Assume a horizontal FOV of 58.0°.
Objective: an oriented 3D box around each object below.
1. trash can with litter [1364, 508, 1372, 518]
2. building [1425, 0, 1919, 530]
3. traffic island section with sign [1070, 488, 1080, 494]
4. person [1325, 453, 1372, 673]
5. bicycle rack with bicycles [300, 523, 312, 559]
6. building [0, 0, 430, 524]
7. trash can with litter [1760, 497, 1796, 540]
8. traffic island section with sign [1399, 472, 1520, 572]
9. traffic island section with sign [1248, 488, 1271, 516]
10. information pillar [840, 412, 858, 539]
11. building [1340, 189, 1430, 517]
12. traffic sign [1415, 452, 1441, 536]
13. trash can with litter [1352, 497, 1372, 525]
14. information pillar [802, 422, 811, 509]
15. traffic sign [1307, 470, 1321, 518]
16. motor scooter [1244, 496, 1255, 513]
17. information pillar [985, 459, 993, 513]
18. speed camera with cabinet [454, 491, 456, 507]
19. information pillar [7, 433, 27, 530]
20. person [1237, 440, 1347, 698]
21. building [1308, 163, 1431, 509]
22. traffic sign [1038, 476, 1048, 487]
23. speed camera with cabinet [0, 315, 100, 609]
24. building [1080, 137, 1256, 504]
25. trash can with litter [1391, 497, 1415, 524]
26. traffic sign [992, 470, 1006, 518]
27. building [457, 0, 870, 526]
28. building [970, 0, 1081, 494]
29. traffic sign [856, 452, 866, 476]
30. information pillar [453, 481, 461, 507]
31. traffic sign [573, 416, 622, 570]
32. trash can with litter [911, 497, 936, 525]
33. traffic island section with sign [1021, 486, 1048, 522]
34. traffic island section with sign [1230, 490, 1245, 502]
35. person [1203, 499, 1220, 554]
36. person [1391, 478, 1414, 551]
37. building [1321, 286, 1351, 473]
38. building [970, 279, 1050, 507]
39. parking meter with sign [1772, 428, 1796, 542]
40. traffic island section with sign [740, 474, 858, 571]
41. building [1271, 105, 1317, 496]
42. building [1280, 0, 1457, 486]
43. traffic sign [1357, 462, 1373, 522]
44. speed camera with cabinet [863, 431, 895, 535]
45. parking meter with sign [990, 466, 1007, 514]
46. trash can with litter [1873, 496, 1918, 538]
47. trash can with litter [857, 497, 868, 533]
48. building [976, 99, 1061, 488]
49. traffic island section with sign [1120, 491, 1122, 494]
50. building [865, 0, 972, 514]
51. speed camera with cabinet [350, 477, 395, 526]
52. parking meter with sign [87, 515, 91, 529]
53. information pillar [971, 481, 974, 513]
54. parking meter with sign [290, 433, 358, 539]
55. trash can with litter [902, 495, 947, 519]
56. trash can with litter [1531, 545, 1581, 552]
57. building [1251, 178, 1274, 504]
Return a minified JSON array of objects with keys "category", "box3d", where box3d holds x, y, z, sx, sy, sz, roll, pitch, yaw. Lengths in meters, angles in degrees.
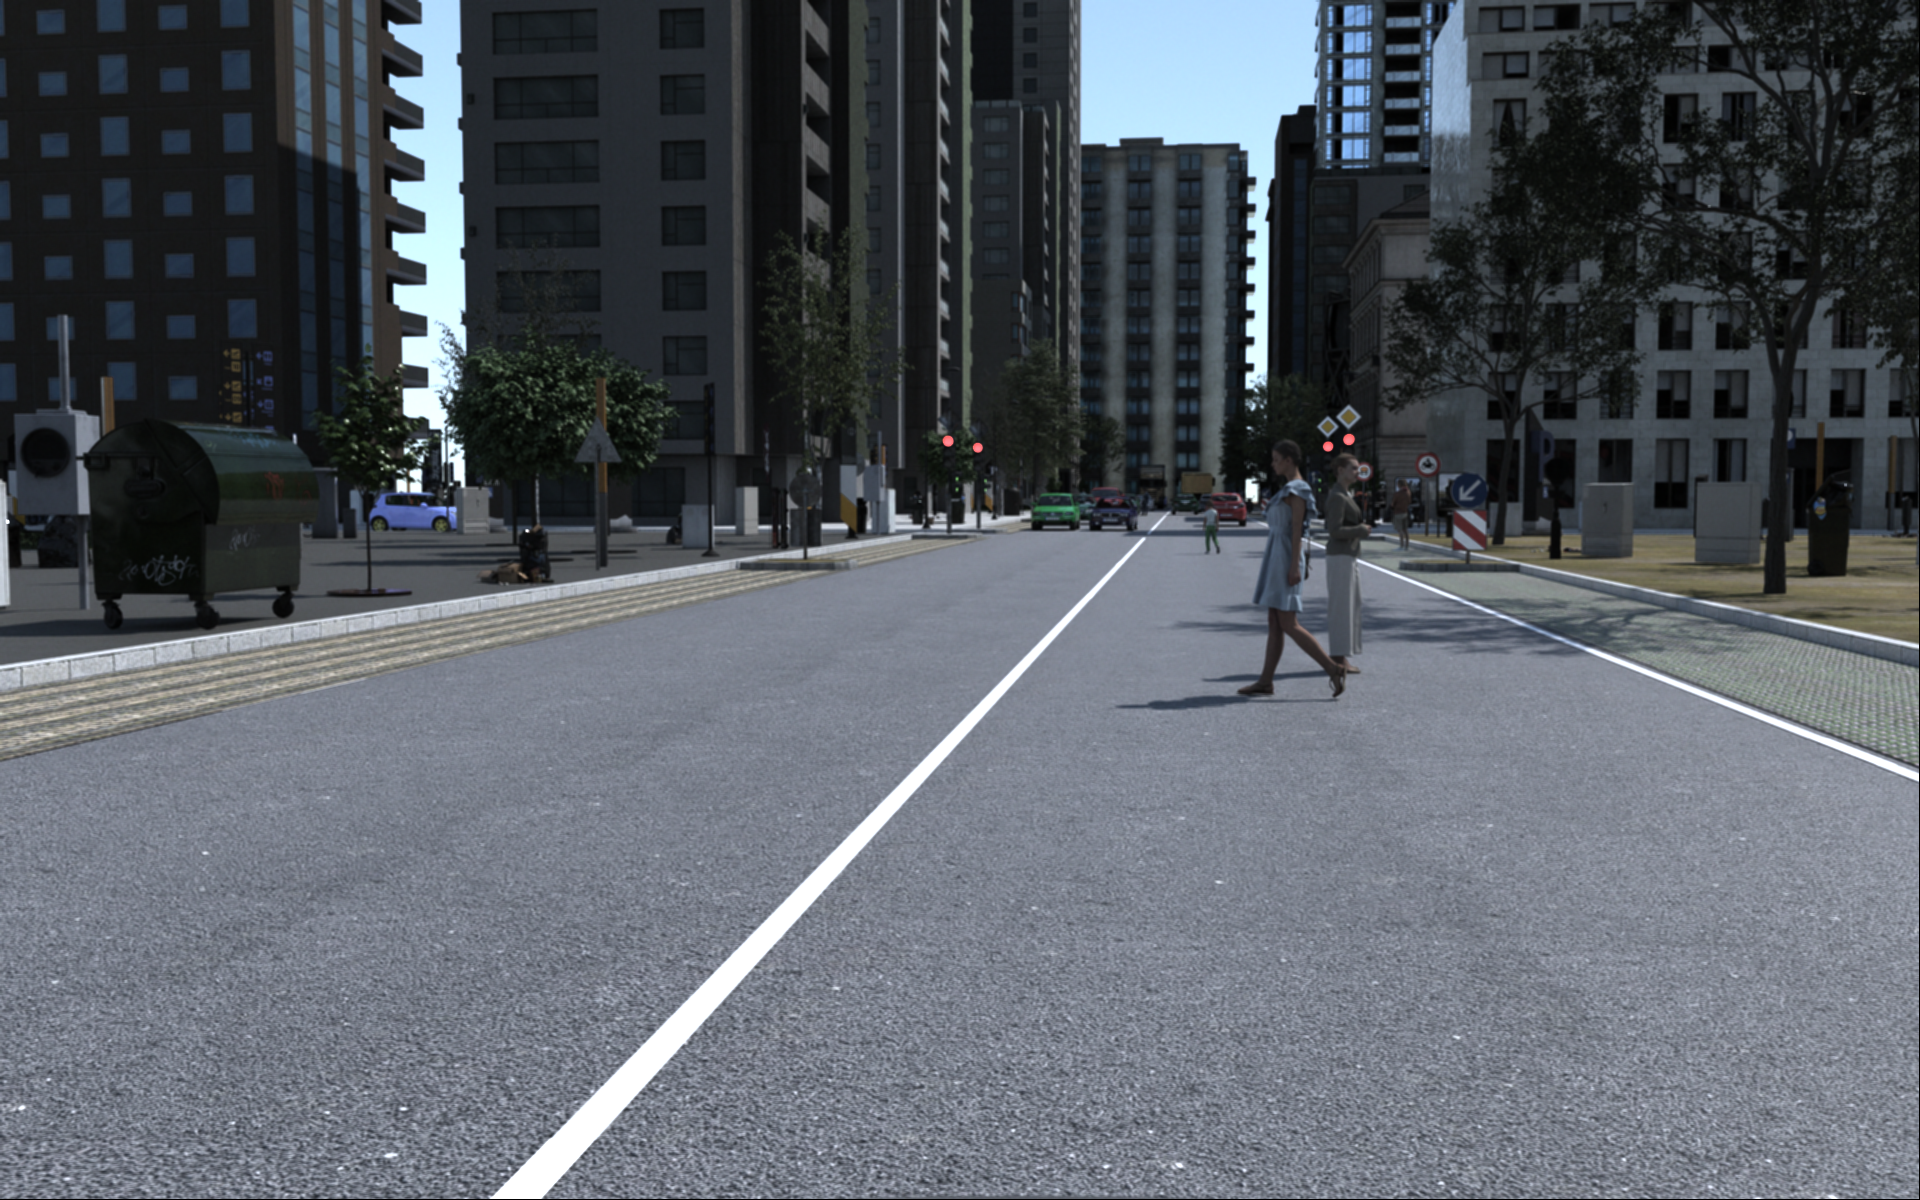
[{"category":"trash can with litter","box3d":[21.445,-4.999,92.787,1.678,1.210,2.233,-3,5,-39]},{"category":"building","box3d":[27.743,-13.038,67.916,16.860,20.320,10.420,0,4,7]},{"category":"traffic island section with sign","box3d":[7.678,-6.507,115.017,1.989,1.847,2.006,0,4,7]},{"category":"person","box3d":[3.104,-0.294,13.854,0.362,1.759,0.519,1,4,17]},{"category":"bicycle rack with bicycles","box3d":[-13.947,-1.241,33.670,2.852,0.926,2.925,1,4,16]},{"category":"building","box3d":[-33.858,-26.146,77.605,14.200,45.320,14.600,0,4,7]},{"category":"trash can with litter","box3d":[22.460,-2.311,48.849,2.233,1.210,1.678,1,4,18]},{"category":"traffic island section with sign","box3d":[9.340,-1.463,32.554,1.989,1.847,2.006,0,4,7]},{"category":"traffic island section with sign","box3d":[19.918,-6.424,113.658,1.989,1.847,2.006,0,4,7]},{"category":"information pillar","box3d":[-3.183,-3.562,49.600,0.504,3.616,0.183,-2,4,-25]},{"category":"building","box3d":[28.869,-14.612,103.531,10.561,19.102,19.286,0,4,7]},{"category":"traffic sign","box3d":[14.251,-3.223,52.810,0.768,2.556,0.104,1,4,12]},{"category":"trash can with litter","box3d":[16.530,-3.648,71.030,1.055,1.170,0.624,2,4,31]},{"category":"information pillar","box3d":[-4.931,-3.937,55.723,0.183,3.616,0.504,1,4,21]},{"category":"traffic sign","box3d":[18.945,-5.654,92.543,0.768,2.556,0.104,1,4,9]},{"category":"motor scooter","box3d":[21.396,-7.045,127.955,0.815,1.314,1.986,0,4,6]},{"category":"information pillar","box3d":[1.932,-7.574,115.184,0.504,3.616,0.183,1,4,16]},{"category":"speed camera with cabinet","box3d":[-26.080,-6.038,93.060,2.038,3.252,0.660,-2,4,-26]},{"category":"information pillar","box3d":[-32.880,-4.221,60.375,0.504,3.616,0.183,-2,4,-24]},{"category":"person","box3d":[2.359,-0.223,12.234,0.778,1.811,0.616,1,4,23]},{"category":"building","box3d":[38.240,-23.469,155.422,14.160,30.474,14.107,0,4,7]},{"category":"traffic sign","box3d":[5.737,-7.329,119.932,0.768,2.556,0.104,1,4,13]},{"category":"speed camera with cabinet","box3d":[-10.596,-1.511,19.035,2.038,3.252,0.660,0,3,0]},{"category":"building","box3d":[24.492,-37.670,235.507,30.456,49.044,23.786,0,4,7]},{"category":"trash can with litter","box3d":[18.715,-3.772,73.054,1.055,1.170,0.624,3,5,43]},{"category":"traffic sign","box3d":[2.080,-5.670,92.805,0.768,2.556,0.104,1,4,9]},{"category":"building","box3d":[-12.060,-18.518,74.471,14.160,30.474,14.107,0,4,7]},{"category":"building","box3d":[3.175,-46.624,200.559,20.611,71.187,20.563,0,4,7]},{"category":"traffic sign","box3d":[-3.197,-3.160,51.780,0.768,2.556,0.104,1,4,17]},{"category":"information pillar","box3d":[-27.335,-5.486,94.193,0.304,2.012,0.304,3,4,37]},{"category":"traffic sign","box3d":[-6.082,-1.775,29.028,0.884,2.594,0.081,1,4,16]},{"category":"trash can with litter","box3d":[-1.526,-3.734,72.444,1.055,1.170,0.624,0,4,4]},{"category":"traffic island section with sign","box3d":[4.179,-4.872,88.289,1.989,1.847,2.006,0,4,7]},{"category":"traffic island section with sign","box3d":[26.445,-9.479,163.611,1.989,1.847,2.006,0,4,7]},{"category":"person","box3d":[6.019,-1.753,41.411,0.306,1.304,0.590,-1,4,-20]},{"category":"person","box3d":[11.091,-2.138,43.434,0.573,1.828,0.580,1,4,10]},{"category":"building","box3d":[34.948,-15.847,126.549,16.820,18.784,16.811,0,4,7]},{"category":"building","box3d":[-6.831,-18.986,155.459,27.650,21.520,28.899,0,4,7]},{"category":"parking meter with sign","box3d":[22.225,-3.082,46.659,0.543,3.016,1.738,2,4,29]},{"category":"traffic island section with sign","box3d":[-3.018,-1.501,33.165,1.989,1.847,2.006,0,4,7]},{"category":"building","box3d":[43.453,-33.617,199.748,14.600,45.320,14.200,0,4,7]},{"category":"building","box3d":[44.905,-52.776,175.553,22.319,86.520,31.000,0,4,7]},{"category":"traffic sign","box3d":[16.054,-4.206,68.871,0.768,2.556,0.104,1,4,12]},{"category":"speed camera with cabinet","box3d":[-2.575,-3.722,55.196,0.660,3.252,2.038,1,4,12]},{"category":"parking meter with sign","box3d":[2.636,-6.939,109.712,0.543,3.016,1.738,2,4,35]},{"category":"trash can with litter","box3d":[27.976,-2.474,51.503,1.678,1.210,2.233,3,4,36]},{"category":"trash can with litter","box3d":[-3.420,-2.775,56.752,0.624,1.170,1.055,-1,4,-22]},{"category":"building","box3d":[2.603,-30.072,175.263,14.154,41.232,14.086,0,4,7]},{"category":"traffic island section with sign","box3d":[17.794,-11.251,192.579,1.989,1.847,2.006,0,4,7]},{"category":"building","box3d":[-7.004,-26.251,112.802,14.154,41.232,14.086,0,4,7]},{"category":"speed camera with cabinet","box3d":[-24.199,-4.711,71.368,0.660,3.252,2.038,2,4,24]},{"category":"parking meter with sign","box3d":[-23.529,-3.191,48.440,1.738,3.016,0.543,-3,5,-43]},{"category":"information pillar","box3d":[0.810,-7.553,114.845,0.183,3.616,0.504,1,4,10]},{"category":"parking meter with sign","box3d":[-18.326,-3.283,49.944,1.738,3.016,0.543,-1,4,-10]},{"category":"trash can with litter","box3d":[-1.808,-4.838,90.151,2.233,1.210,1.678,1,4,11]},{"category":"trash can with litter","box3d":[13.789,-1.674,38.426,2.233,1.210,1.678,1,4,9]},{"category":"building","box3d":[53.724,-35.217,230.426,28.867,44.769,22.147,0,4,7]}]
